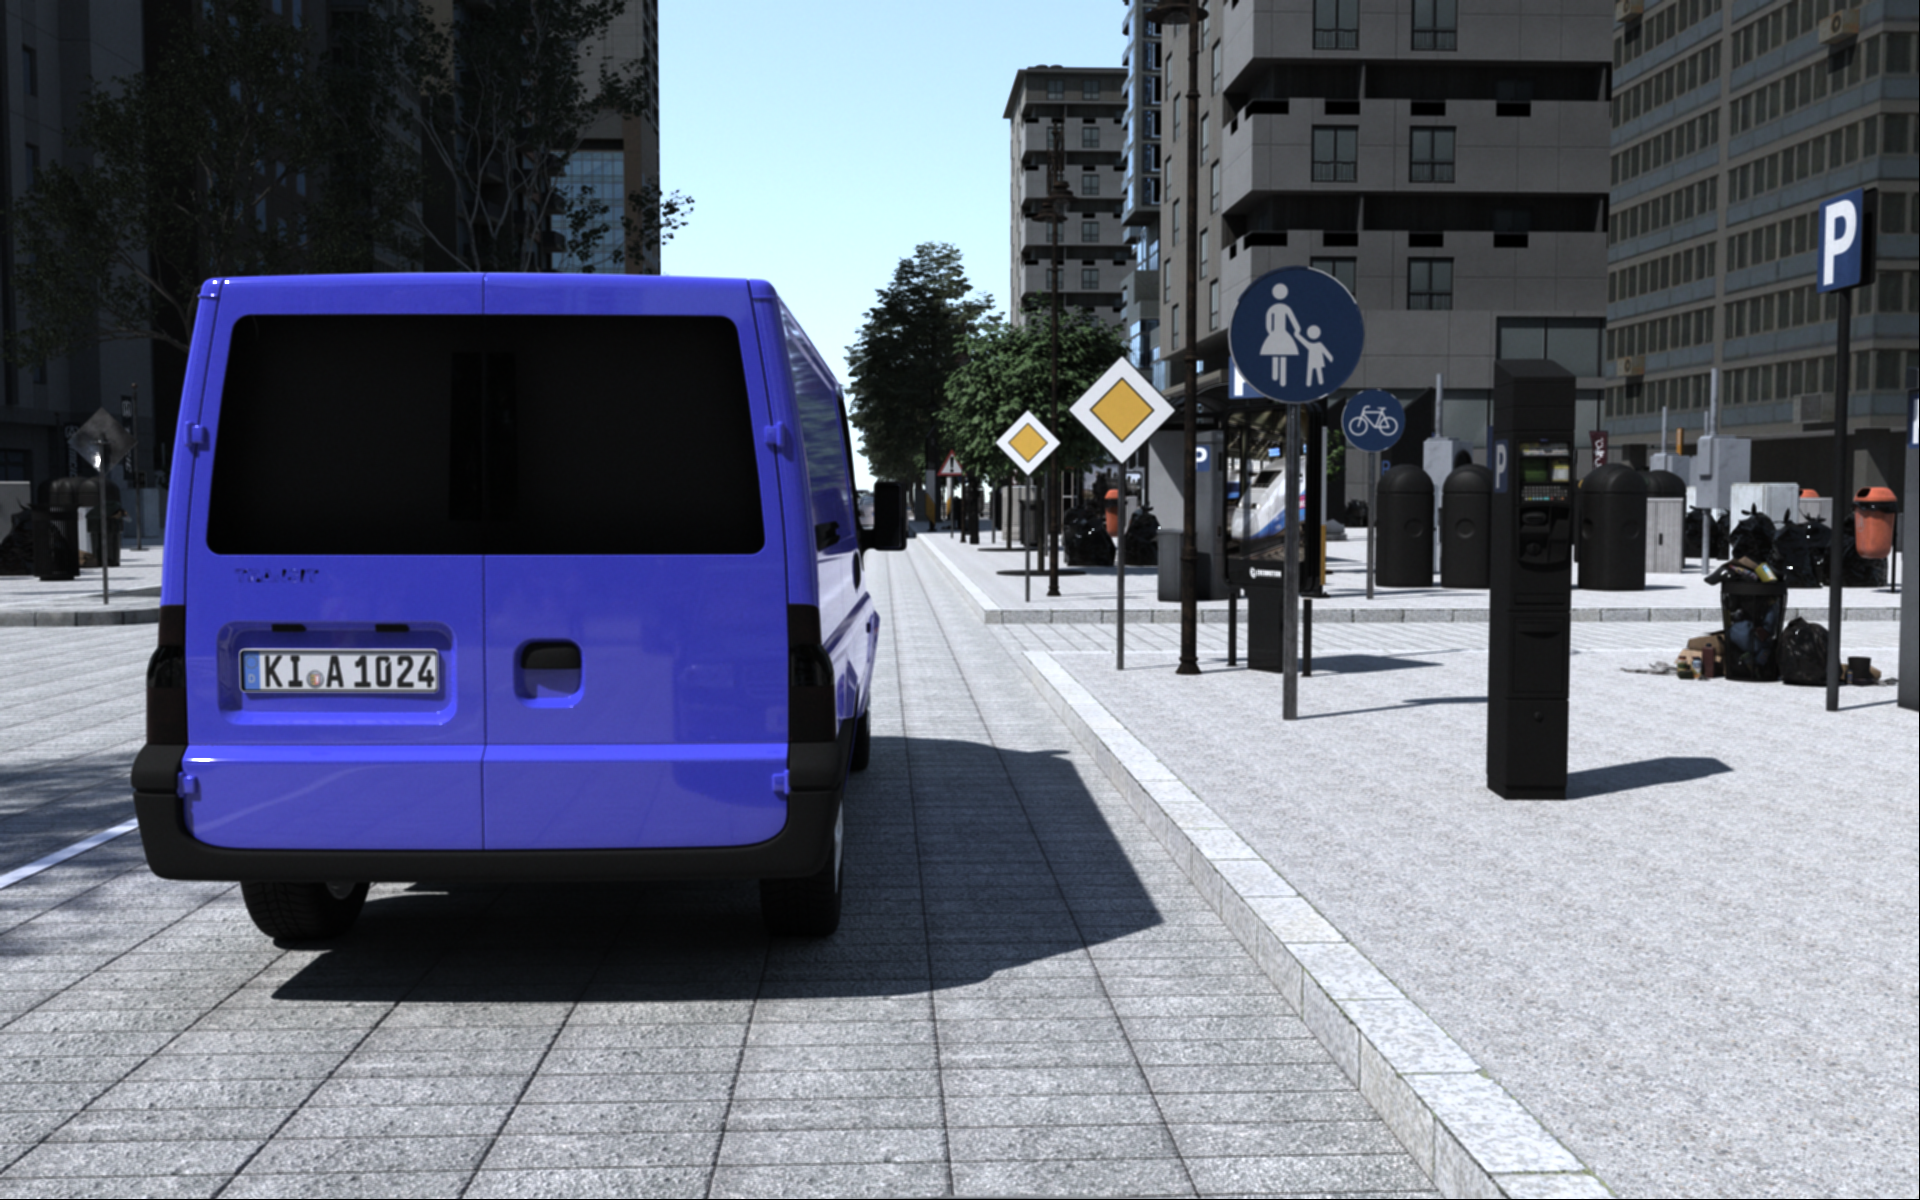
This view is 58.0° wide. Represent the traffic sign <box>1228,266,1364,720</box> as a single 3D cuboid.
[{"bbox_3d":[1.878,-0.592,9.783,0.768,2.556,0.104,0,4,-2],"label":"traffic sign"}]

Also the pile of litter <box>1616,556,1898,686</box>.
[{"bbox_3d":[5.584,0.111,12.150,1.176,0.858,1.719,-3,4,-37],"label":"pile of litter"}]

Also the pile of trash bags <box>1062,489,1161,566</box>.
[{"bbox_3d":[2.863,-1.375,32.241,1.912,1.369,3.447,0,4,5],"label":"pile of trash bags"}]

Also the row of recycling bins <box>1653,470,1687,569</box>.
[{"bbox_3d":[12.025,-1.468,31.109,1.069,1.692,3.534,0,4,0],"label":"row of recycling bins"}]

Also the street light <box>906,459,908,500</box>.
[{"bbox_3d":[-3.346,-9.122,121.940,0.468,5.910,1.993,0,4,-3],"label":"street light"}]

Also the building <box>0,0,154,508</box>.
[{"bbox_3d":[-38.203,-30.755,44.851,21.231,58.520,28.212,0,4,-3],"label":"building"}]

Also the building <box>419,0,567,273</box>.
[{"bbox_3d":[-42.345,-29.175,131.631,22.147,44.769,28.867,0,4,-3],"label":"building"}]

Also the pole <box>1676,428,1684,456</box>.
[{"bbox_3d":[22.312,-3.663,53.737,0.158,3.312,0.155,0,3,0],"label":"pole"}]

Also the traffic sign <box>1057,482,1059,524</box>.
[{"bbox_3d":[2.061,-2.249,36.770,0.884,2.594,0.081,0,4,4],"label":"traffic sign"}]

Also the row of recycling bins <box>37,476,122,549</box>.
[{"bbox_3d":[-21.075,-2.093,41.332,3.534,1.692,1.069,3,5,44],"label":"row of recycling bins"}]

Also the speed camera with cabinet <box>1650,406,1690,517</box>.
[{"bbox_3d":[16.345,-2.708,38.613,0.660,3.252,2.038,-1,4,-22],"label":"speed camera with cabinet"}]

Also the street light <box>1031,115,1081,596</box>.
[{"bbox_3d":[1.184,-2.989,21.665,0.468,5.910,1.993,0,4,-3],"label":"street light"}]

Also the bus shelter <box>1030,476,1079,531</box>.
[{"bbox_3d":[3.322,-4.961,58.745,2.179,5.291,8.768,0,4,-2],"label":"bus shelter"}]

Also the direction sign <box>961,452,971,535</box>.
[{"bbox_3d":[0.297,-3.809,54.267,0.379,3.537,0.876,2,4,33],"label":"direction sign"}]

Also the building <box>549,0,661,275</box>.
[{"bbox_3d":[-45.775,-47.491,214.725,20.563,71.187,20.611,0,4,-3],"label":"building"}]

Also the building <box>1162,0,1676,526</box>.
[{"bbox_3d":[24.982,-30.158,82.325,28.713,52.752,27.495,0,4,-3],"label":"building"}]

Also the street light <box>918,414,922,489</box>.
[{"bbox_3d":[-2.085,-7.429,94.250,0.468,5.910,1.993,0,4,-3],"label":"street light"}]

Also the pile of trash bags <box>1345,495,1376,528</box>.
[{"bbox_3d":[14.510,-3.474,66.550,1.912,1.369,3.447,3,5,42],"label":"pile of trash bags"}]

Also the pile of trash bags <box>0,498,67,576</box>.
[{"bbox_3d":[-15.274,-1.062,27.112,1.912,1.369,3.447,-1,4,-10],"label":"pile of trash bags"}]

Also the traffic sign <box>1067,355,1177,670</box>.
[{"bbox_3d":[1.167,-0.547,12.579,0.795,2.450,0.064,0,4,-3],"label":"traffic sign"}]

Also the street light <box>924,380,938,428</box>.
[{"bbox_3d":[-1.120,-5.956,70.162,0.468,5.910,1.993,0,4,-3],"label":"street light"}]

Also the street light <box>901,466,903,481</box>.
[{"bbox_3d":[-5.679,-12.148,171.412,0.468,5.910,1.993,0,4,-3],"label":"street light"}]

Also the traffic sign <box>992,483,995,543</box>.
[{"bbox_3d":[0.878,-2.752,45.108,0.768,2.556,0.104,0,4,7],"label":"traffic sign"}]

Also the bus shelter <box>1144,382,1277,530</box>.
[{"bbox_3d":[4.793,-2.455,34.059,2.014,3.302,5.546,0,4,-3],"label":"bus shelter"}]

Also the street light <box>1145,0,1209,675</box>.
[{"bbox_3d":[1.633,-2.410,12.199,0.468,5.910,1.993,0,4,-3],"label":"street light"}]

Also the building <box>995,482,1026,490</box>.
[{"bbox_3d":[19.110,-24.238,241.333,27.650,21.520,28.899,0,4,-3],"label":"building"}]

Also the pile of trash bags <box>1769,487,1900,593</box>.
[{"bbox_3d":[11.928,-0.862,23.847,1.912,1.369,3.447,0,4,2],"label":"pile of trash bags"}]

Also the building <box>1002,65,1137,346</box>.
[{"bbox_3d":[20.449,-38.086,211.951,28.713,52.752,27.495,0,4,-3],"label":"building"}]

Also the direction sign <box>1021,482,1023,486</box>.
[{"bbox_3d":[2.389,-4.556,66.484,0.379,3.537,0.876,-1,4,-9],"label":"direction sign"}]

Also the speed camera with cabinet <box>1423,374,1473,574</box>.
[{"bbox_3d":[7.518,-2.055,27.932,2.038,3.252,0.660,-3,5,-44],"label":"speed camera with cabinet"}]

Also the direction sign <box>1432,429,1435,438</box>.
[{"bbox_3d":[16.165,-4.199,60.644,0.876,3.537,0.379,2,4,25],"label":"direction sign"}]

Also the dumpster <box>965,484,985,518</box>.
[{"bbox_3d":[0.746,-5.479,95.348,1.264,1.857,1.865,0,4,-3],"label":"dumpster"}]

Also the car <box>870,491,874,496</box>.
[{"bbox_3d":[-11.788,-14.320,242.806,2.281,1.827,5.304,0,4,-1],"label":"car"}]

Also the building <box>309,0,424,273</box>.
[{"bbox_3d":[-46.595,-25.277,105.168,32.217,40.220,23.993,0,4,-3],"label":"building"}]

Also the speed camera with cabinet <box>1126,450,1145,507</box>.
[{"bbox_3d":[6.066,-4.227,63.452,0.660,3.252,2.038,2,4,28],"label":"speed camera with cabinet"}]

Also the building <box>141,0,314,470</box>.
[{"bbox_3d":[-37.308,-25.955,74.477,14.600,45.320,14.200,0,4,-3],"label":"building"}]

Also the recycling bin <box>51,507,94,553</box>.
[{"bbox_3d":[-16.847,-1.253,33.039,0.722,1.027,0.722,0,4,-5],"label":"recycling bin"}]

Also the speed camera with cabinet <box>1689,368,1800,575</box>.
[{"bbox_3d":[12.102,-1.976,26.640,0.660,3.252,2.038,0,4,-5],"label":"speed camera with cabinet"}]

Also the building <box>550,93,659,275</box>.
[{"bbox_3d":[-42.241,-33.506,197.938,14.600,45.320,14.200,0,4,-3],"label":"building"}]

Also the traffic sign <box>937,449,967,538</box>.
[{"bbox_3d":[-0.232,-3.072,50.230,0.884,2.594,0.081,0,4,2],"label":"traffic sign"}]

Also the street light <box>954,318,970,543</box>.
[{"bbox_3d":[0.086,-4.462,45.747,0.468,5.910,1.993,0,4,-3],"label":"street light"}]

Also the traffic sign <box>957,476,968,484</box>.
[{"bbox_3d":[0.231,-5.208,85.256,0.768,2.556,0.104,0,4,2],"label":"traffic sign"}]

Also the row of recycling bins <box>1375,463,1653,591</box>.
[{"bbox_3d":[7.462,-1.008,23.599,3.534,1.692,1.069,1,4,18],"label":"row of recycling bins"}]

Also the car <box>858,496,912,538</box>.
[{"bbox_3d":[-2.647,-2.788,57.946,2.083,1.381,4.827,0,4,-2],"label":"car"}]

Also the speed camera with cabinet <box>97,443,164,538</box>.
[{"bbox_3d":[-24.599,-3.478,51.193,2.038,3.252,0.660,2,4,27],"label":"speed camera with cabinet"}]

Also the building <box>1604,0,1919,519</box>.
[{"bbox_3d":[34.659,-21.933,50.488,23.993,40.220,32.217,0,4,-3],"label":"building"}]

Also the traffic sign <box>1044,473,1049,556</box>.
[{"bbox_3d":[1.786,-2.178,35.723,0.768,2.556,0.104,0,4,1],"label":"traffic sign"}]

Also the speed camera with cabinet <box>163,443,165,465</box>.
[{"bbox_3d":[-31.453,-4.471,67.433,2.038,3.252,0.660,3,5,45],"label":"speed camera with cabinet"}]

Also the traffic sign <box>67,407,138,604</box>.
[{"bbox_3d":[-9.931,-1.006,20.087,0.795,2.450,0.064,0,4,-3],"label":"traffic sign"}]

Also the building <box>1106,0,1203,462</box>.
[{"bbox_3d":[21.706,-50.702,141.642,22.319,86.520,31.000,0,4,-3],"label":"building"}]

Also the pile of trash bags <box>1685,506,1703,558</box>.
[{"bbox_3d":[15.594,-1.478,33.913,1.912,1.369,3.447,-1,4,-11],"label":"pile of trash bags"}]

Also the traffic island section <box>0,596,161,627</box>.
[{"bbox_3d":[-9.955,0.130,20.148,2.009,0.180,2.903,0,4,-3],"label":"traffic island section"}]

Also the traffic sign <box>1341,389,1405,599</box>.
[{"bbox_3d":[5.005,-1.282,21.061,0.768,2.556,0.104,0,4,2],"label":"traffic sign"}]

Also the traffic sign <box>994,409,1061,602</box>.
[{"bbox_3d":[0.803,-1.034,20.556,0.795,2.450,0.064,0,4,-3],"label":"traffic sign"}]
